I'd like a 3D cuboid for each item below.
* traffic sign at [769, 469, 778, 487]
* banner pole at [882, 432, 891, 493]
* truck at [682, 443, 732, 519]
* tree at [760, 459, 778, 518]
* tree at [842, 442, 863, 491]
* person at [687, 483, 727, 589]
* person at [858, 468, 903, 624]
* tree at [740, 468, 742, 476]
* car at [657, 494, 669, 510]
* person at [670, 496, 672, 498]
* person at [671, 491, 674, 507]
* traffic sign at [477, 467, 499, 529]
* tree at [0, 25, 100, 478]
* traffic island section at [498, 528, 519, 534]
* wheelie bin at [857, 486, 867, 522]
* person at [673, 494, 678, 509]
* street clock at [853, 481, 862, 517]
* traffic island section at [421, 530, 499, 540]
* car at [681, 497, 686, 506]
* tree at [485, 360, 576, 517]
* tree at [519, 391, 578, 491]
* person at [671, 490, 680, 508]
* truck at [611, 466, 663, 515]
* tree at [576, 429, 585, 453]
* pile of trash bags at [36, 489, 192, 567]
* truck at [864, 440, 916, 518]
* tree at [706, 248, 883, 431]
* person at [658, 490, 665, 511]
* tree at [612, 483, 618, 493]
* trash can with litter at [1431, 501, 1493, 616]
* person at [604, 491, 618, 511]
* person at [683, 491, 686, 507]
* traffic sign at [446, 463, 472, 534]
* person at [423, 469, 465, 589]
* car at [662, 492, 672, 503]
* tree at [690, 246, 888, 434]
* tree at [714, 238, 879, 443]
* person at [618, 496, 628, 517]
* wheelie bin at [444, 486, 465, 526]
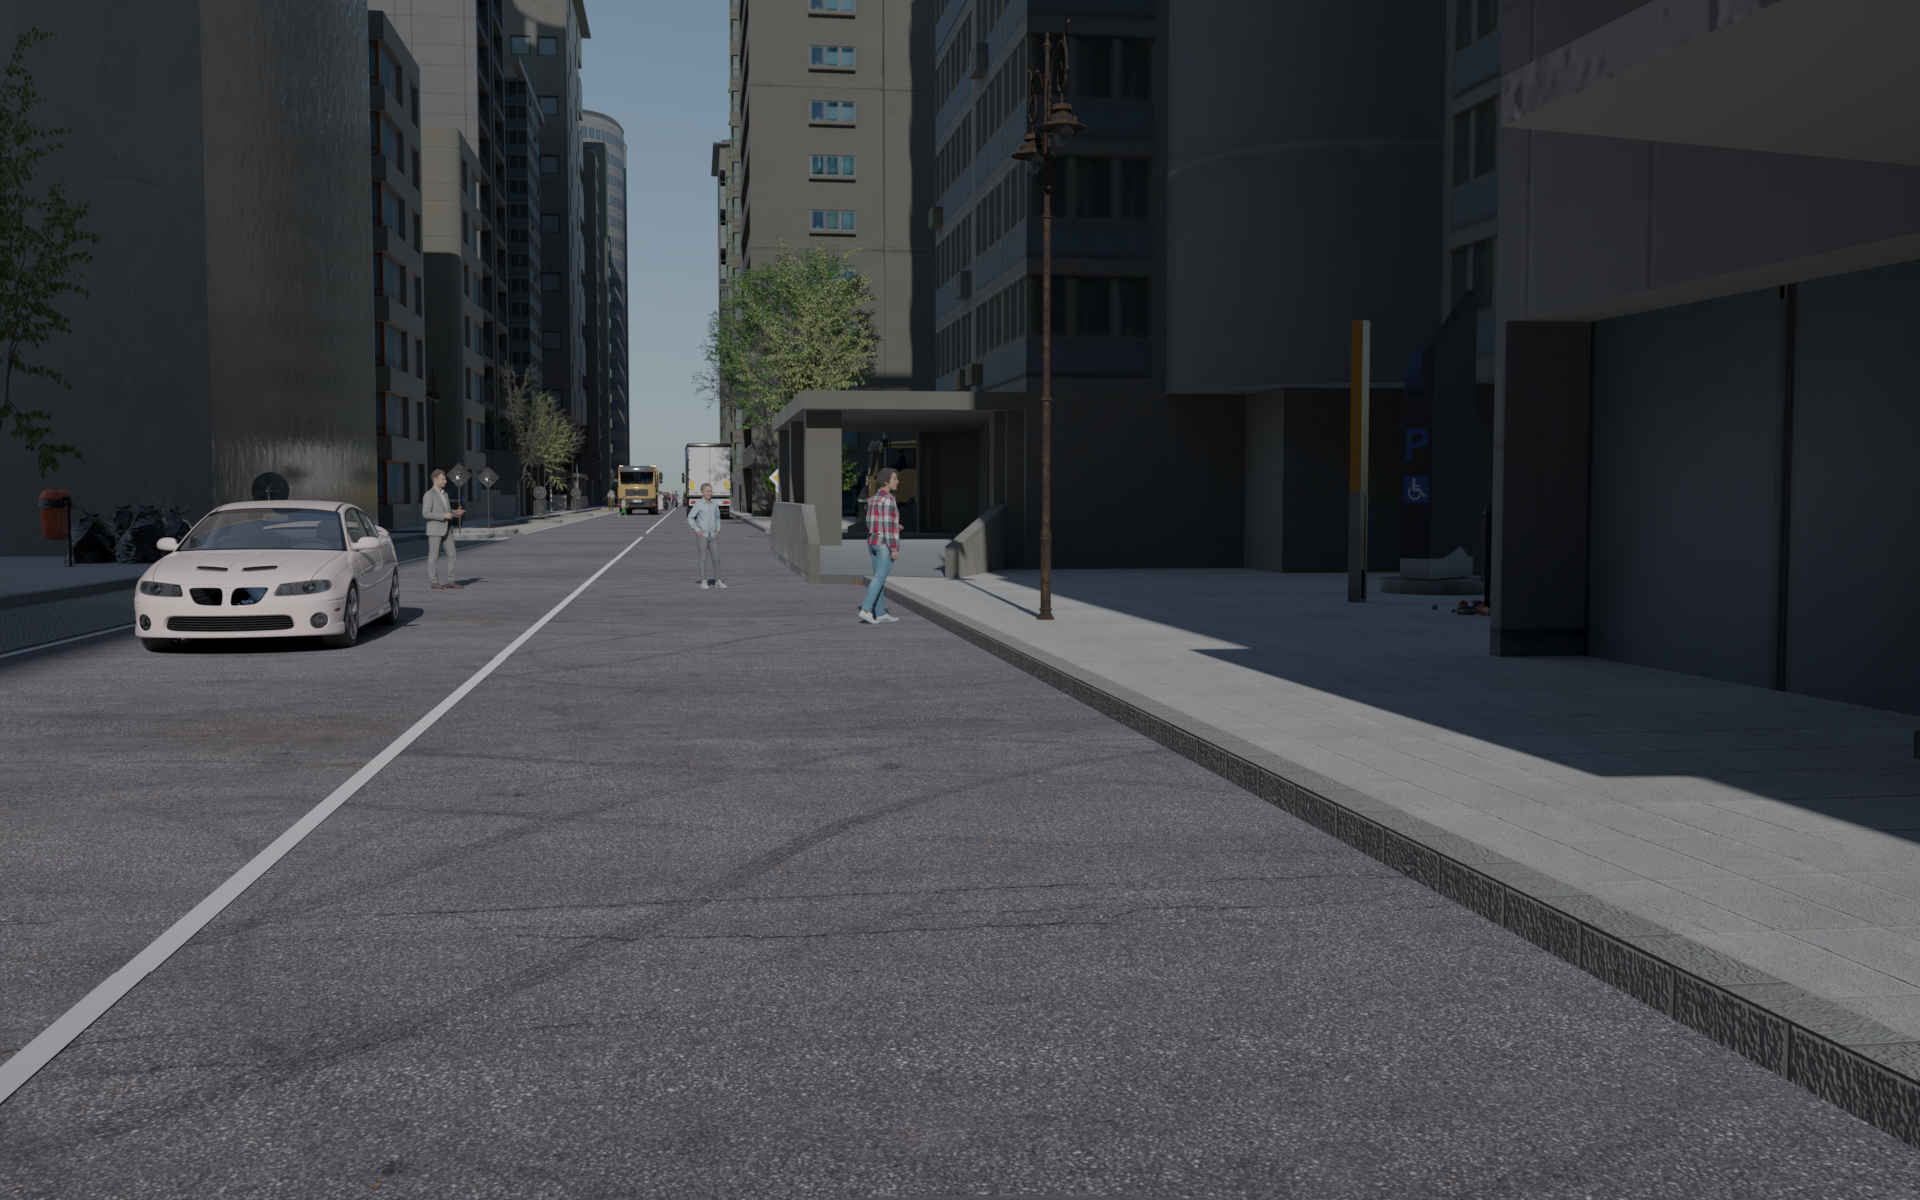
[{"bbox_3d":[-6.763,-3.747,64.901,0.795,2.450,0.064,-1,4,-9],"label":"traffic sign"},{"bbox_3d":[-2.300,-3.963,54.815,0.401,3.779,0.863,1,4,22],"label":"banner pole"},{"bbox_3d":[-14.774,-6.866,101.174,2.839,4.237,11.283,-1,4,-10],"label":"truck"},{"bbox_3d":[-9.990,-6.119,94.653,1.663,3.219,1.824,0,3,0],"label":"tree"},{"bbox_3d":[-4.036,-3.646,54.217,1.663,3.219,1.824,0,3,0],"label":"tree"},{"bbox_3d":[-3.824,-0.971,26.189,0.589,1.601,0.330,-2,4,-31],"label":"person"},{"bbox_3d":[-0.893,-0.610,19.307,0.643,1.720,0.563,-2,4,-24],"label":"person"},{"bbox_3d":[-14.041,-8.515,122.927,4.285,4.588,4.351,0,3,0],"label":"tree"},{"bbox_3d":[-27.321,-8.985,156.695,2.009,1.686,4.222,-1,4,-9],"label":"car"},{"bbox_3d":[-46.389,-16.415,280.137,1.065,1.426,0.557,-1,4,-12],"label":"person"},{"bbox_3d":[-32.168,-11.371,194.950,0.750,1.759,0.617,2,4,32],"label":"person"},{"bbox_3d":[-17.236,-3.649,63.309,0.795,2.450,0.064,-1,4,-9],"label":"traffic sign"},{"bbox_3d":[-14.447,-4.573,25.130,4.737,8.622,4.395,0,3,0],"label":"tree"},{"bbox_3d":[-17.258,-2.513,63.367,2.009,0.180,2.903,-1,4,-9],"label":"traffic island section"},{"bbox_3d":[-3.580,-3.660,67.744,0.693,1.594,0.980,-3,5,-41],"label":"wheelie bin"},{"bbox_3d":[-28.126,-9.745,171.052,0.599,1.433,0.991,-3,4,-36],"label":"person"},{"bbox_3d":[-5.634,-5.522,94.858,0.471,2.002,0.358,-3,5,-43],"label":"street clock"},{"bbox_3d":[-16.038,-2.030,55.476,2.009,0.180,2.903,-1,4,-9],"label":"traffic island section"},{"bbox_3d":[-32.020,-11.959,205.309,2.009,1.686,4.222,-1,4,-8],"label":"car"},{"bbox_3d":[-24.364,-8.926,96.307,4.360,8.622,3.978,0,3,0],"label":"tree"},{"bbox_3d":[-29.381,-10.516,122.294,4.737,8.622,4.395,0,3,0],"label":"tree"},{"bbox_3d":[-29.621,-10.532,180.682,1.348,1.826,0.705,3,5,41],"label":"person"},{"bbox_3d":[-22.332,-7.610,120.352,3.469,3.379,9.791,-1,4,-9],"label":"truck"},{"bbox_3d":[-30.096,-10.867,128.040,4.360,8.622,3.978,0,3,0],"label":"tree"},{"bbox_3d":[-15.712,-1.363,32.045,1.912,1.369,3.447,1,4,11],"label":"pile of trash bags"},{"bbox_3d":[0.638,-4.074,62.527,9.791,3.379,3.469,0,4,-7],"label":"truck"},{"bbox_3d":[-6.897,-8.969,72.394,9.928,11.665,9.643,0,3,0],"label":"tree"},{"bbox_3d":[-25.800,-8.565,149.209,0.621,1.740,0.551,1,4,22],"label":"person"},{"bbox_3d":[-43.071,-13.366,213.136,1.663,3.219,1.824,0,3,0],"label":"tree"},{"bbox_3d":[6.013,-0.478,18.866,1.678,1.210,2.233,2,4,30],"label":"trash can with litter"},{"bbox_3d":[-30.096,-8.572,149.383,1.217,1.736,0.721,0,4,-6],"label":"person"},{"bbox_3d":[-30.401,-11.181,191.830,0.721,1.766,1.217,0,4,2],"label":"person"},{"bbox_3d":[-16.016,-3.167,55.417,0.795,2.450,0.064,-1,4,-9],"label":"traffic sign"},{"bbox_3d":[-7.774,-1.065,26.119,0.583,1.804,0.606,1,4,14],"label":"person"},{"bbox_3d":[-49.577,-17.267,290.993,2.281,1.827,5.304,-1,4,-10],"label":"car"},{"bbox_3d":[-8.475,-10.744,86.040,12.009,13.543,11.850,0,3,0],"label":"tree"},{"bbox_3d":[-4.088,-6.035,49.040,4.737,8.622,4.395,0,3,0],"label":"tree"},{"bbox_3d":[-20.715,-5.734,106.491,0.590,1.304,0.306,0,4,1],"label":"person"},{"bbox_3d":[-20.267,-3.742,69.097,0.980,1.594,0.693,-2,4,-25],"label":"wheelie bin"}]
